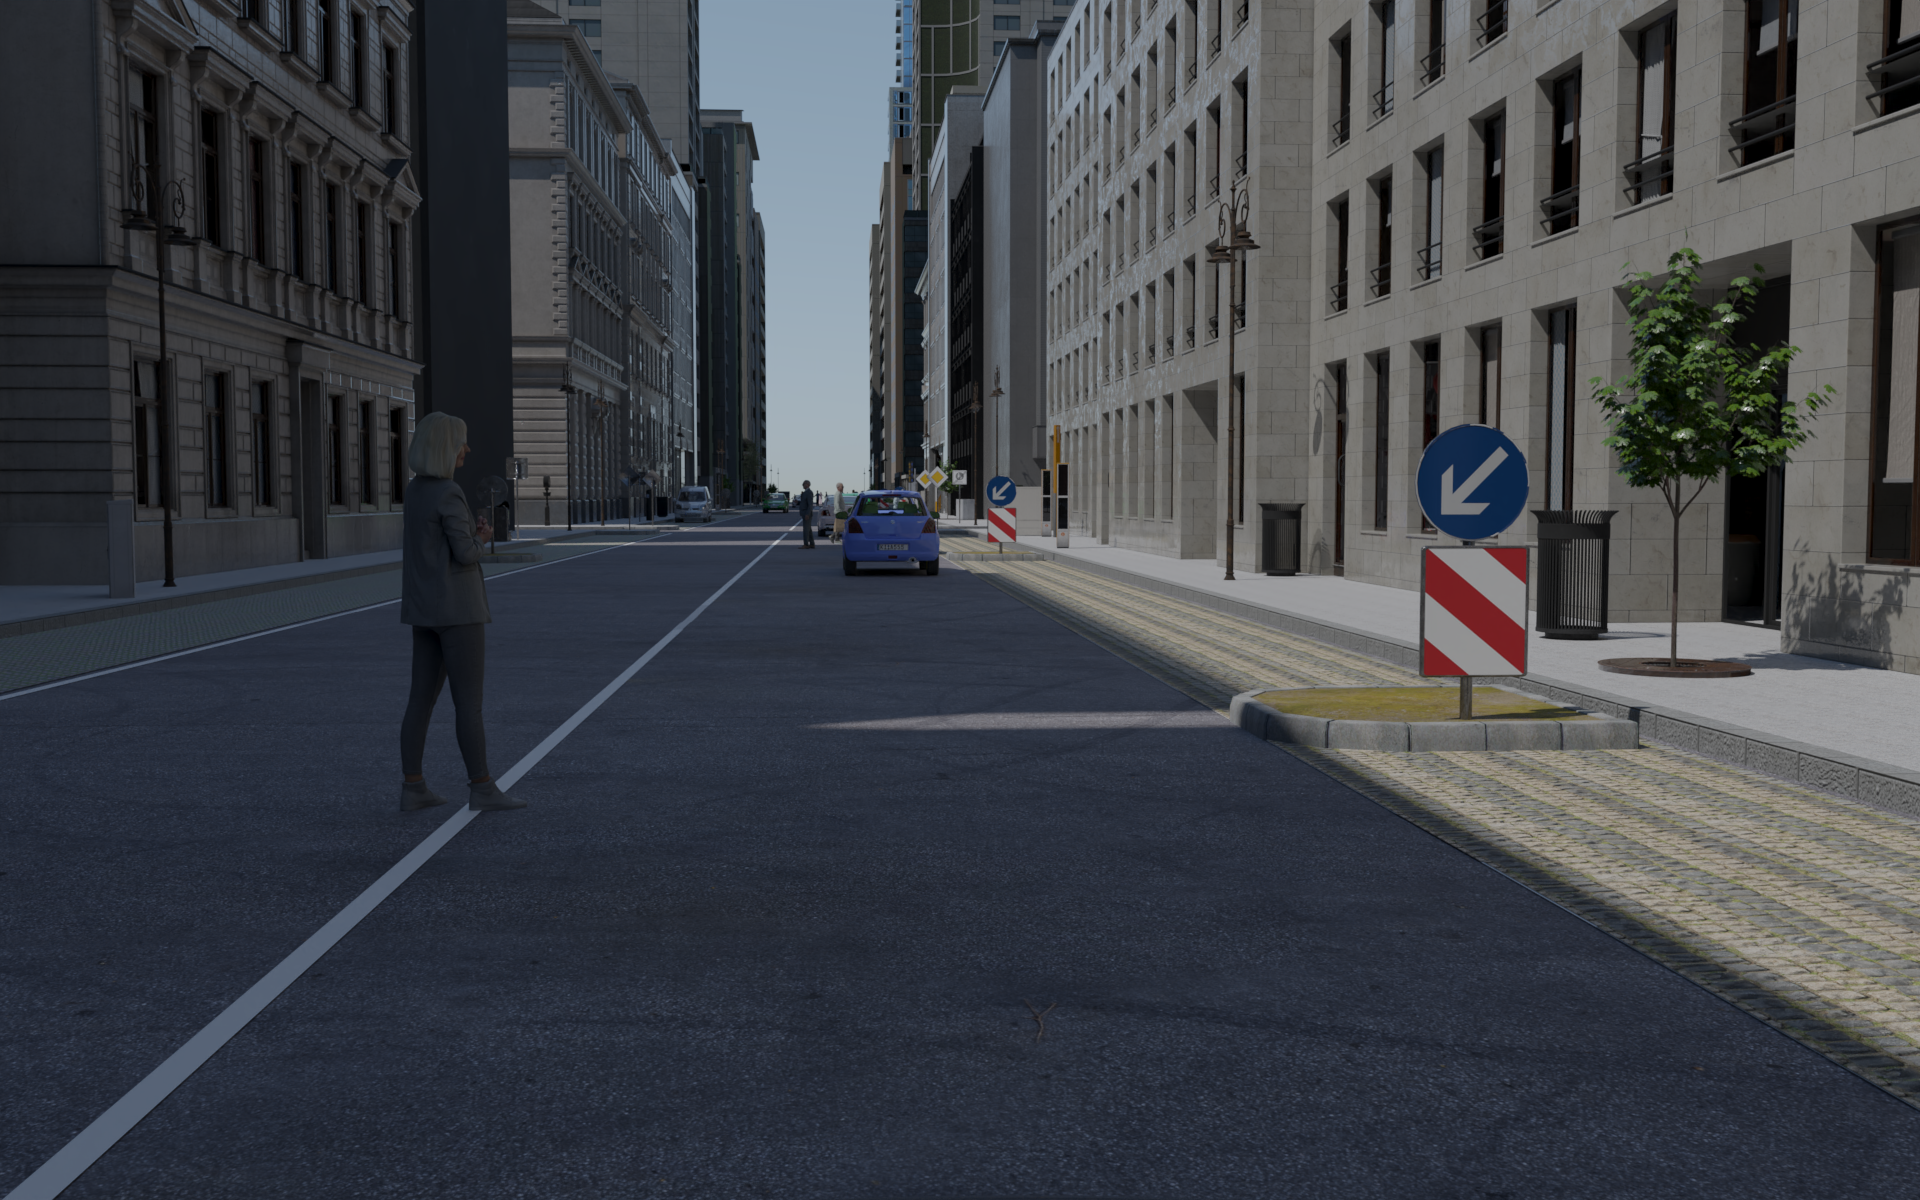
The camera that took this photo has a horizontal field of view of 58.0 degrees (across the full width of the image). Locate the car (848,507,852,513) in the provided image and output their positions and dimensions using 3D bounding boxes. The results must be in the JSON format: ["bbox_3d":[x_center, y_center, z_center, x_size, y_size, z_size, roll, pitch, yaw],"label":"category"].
[{"bbox_3d":[-1.762,-1.981,41.983,1.945,1.707,3.694,0,4,-3],"label":"car"}]

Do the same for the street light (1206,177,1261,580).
[{"bbox_3d":[4.023,-3.233,25.652,0.468,5.910,1.993,0,4,-4],"label":"street light"}]

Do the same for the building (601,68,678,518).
[{"bbox_3d":[-23.816,-18.626,101.798,12.463,27.353,25.104,0,4,-4],"label":"building"}]

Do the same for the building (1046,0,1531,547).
[{"bbox_3d":[8.860,-12.121,52.924,10.420,20.320,16.860,0,4,-4],"label":"building"}]

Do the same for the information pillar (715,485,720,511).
[{"bbox_3d":[-18.791,-7.927,134.101,0.304,2.012,0.304,-1,4,-20],"label":"information pillar"}]

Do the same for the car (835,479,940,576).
[{"bbox_3d":[-1.306,-1.353,31.712,1.945,1.707,3.694,0,4,-5],"label":"car"}]

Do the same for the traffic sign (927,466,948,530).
[{"bbox_3d":[-0.811,-3.583,62.227,0.795,2.450,0.064,0,4,-4],"label":"traffic sign"}]

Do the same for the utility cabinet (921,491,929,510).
[{"bbox_3d":[-2.336,-6.491,114.800,0.318,1.500,1.173,1,4,13],"label":"utility cabinet"}]

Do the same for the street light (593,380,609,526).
[{"bbox_3d":[-14.354,-5.910,69.423,0.468,5.910,1.993,0,4,-4],"label":"street light"}]

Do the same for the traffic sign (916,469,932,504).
[{"bbox_3d":[-1.403,-4.070,70.190,0.795,2.450,0.064,0,4,-4],"label":"traffic sign"}]

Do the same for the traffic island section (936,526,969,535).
[{"bbox_3d":[-0.788,-2.448,62.306,2.009,0.180,2.903,0,4,-4],"label":"traffic island section"}]

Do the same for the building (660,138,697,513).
[{"bbox_3d":[-25.868,-18.766,124.840,12.078,24.808,19.932,0,4,-4],"label":"building"}]

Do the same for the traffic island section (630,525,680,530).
[{"bbox_3d":[-12.341,-2.886,69.462,2.009,0.180,2.903,0,4,-4],"label":"traffic island section"}]

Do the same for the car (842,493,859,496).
[{"bbox_3d":[-4.708,-4.142,76.517,1.959,1.807,4.718,0,4,-5],"label":"car"}]

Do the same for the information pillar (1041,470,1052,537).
[{"bbox_3d":[2.594,-2.905,51.995,0.304,2.012,0.304,0,4,-1],"label":"information pillar"}]

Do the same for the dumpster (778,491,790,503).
[{"bbox_3d":[-26.162,-15.235,257.302,1.865,1.857,1.264,0,4,-3],"label":"dumpster"}]

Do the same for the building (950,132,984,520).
[{"bbox_3d":[6.149,-16.213,94.768,12.332,23.373,15.834,0,4,-4],"label":"building"}]

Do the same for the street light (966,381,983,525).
[{"bbox_3d":[0.645,-6.005,70.977,0.468,5.910,1.993,0,4,-4],"label":"street light"}]

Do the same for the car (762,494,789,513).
[{"bbox_3d":[-13.885,-7.442,130.470,1.959,1.807,4.718,0,4,-2],"label":"car"}]

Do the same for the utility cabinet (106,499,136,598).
[{"bbox_3d":[-10.535,-0.647,21.743,0.306,1.237,1.020,-2,4,-25],"label":"utility cabinet"}]

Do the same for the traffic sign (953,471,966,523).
[{"bbox_3d":[-0.013,-4.486,75.471,0.606,2.300,0.079,0,4,0],"label":"traffic sign"}]

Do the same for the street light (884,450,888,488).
[{"bbox_3d":[-7.900,-12.903,183.743,0.468,5.910,1.993,0,4,-4],"label":"street light"}]

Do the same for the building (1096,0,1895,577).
[{"bbox_3d":[9.318,-11.091,36.083,10.420,20.320,16.860,0,4,-4],"label":"building"}]

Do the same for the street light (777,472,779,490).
[{"bbox_3d":[-31.642,-20.104,301.487,0.468,5.910,1.993,0,4,-4],"label":"street light"}]

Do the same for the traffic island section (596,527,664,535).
[{"bbox_3d":[-11.749,-2.399,61.499,2.009,0.180,2.903,0,4,-4],"label":"traffic island section"}]

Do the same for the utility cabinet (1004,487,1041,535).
[{"bbox_3d":[1.951,-2.717,53.105,1.173,1.500,0.318,1,4,13],"label":"utility cabinet"}]

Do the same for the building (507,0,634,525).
[{"bbox_3d":[-21.591,-15.331,79.538,11.050,23.489,19.941,0,4,-4],"label":"building"}]

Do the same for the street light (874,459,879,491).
[{"bbox_3d":[-11.166,-15.743,230.185,0.468,5.910,1.993,0,4,-4],"label":"street light"}]

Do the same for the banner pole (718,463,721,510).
[{"bbox_3d":[-19.373,-9.149,139.606,0.401,3.779,0.863,1,4,12],"label":"banner pole"}]

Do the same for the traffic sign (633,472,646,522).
[{"bbox_3d":[-14.730,-4.738,79.602,0.606,2.300,0.079,0,4,4],"label":"traffic sign"}]

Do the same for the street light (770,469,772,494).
[{"bbox_3d":[-28.880,-17.872,264.996,0.468,5.910,1.993,0,4,-4],"label":"street light"}]

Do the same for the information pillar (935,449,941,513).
[{"bbox_3d":[-1.139,-6.038,90.075,0.183,3.616,0.504,2,4,27],"label":"information pillar"}]

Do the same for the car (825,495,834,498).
[{"bbox_3d":[-16.004,-12.545,217.467,2.083,1.381,4.827,0,4,-6],"label":"car"}]

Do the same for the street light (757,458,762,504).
[{"bbox_3d":[-26.206,-15.651,228.686,0.468,5.910,1.993,0,4,-4],"label":"street light"}]

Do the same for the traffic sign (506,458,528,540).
[{"bbox_3d":[-12.450,-2.849,48.714,0.606,2.300,0.079,0,4,-2],"label":"traffic sign"}]

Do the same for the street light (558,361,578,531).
[{"bbox_3d":[-13.634,-5.353,60.312,0.468,5.910,1.993,0,4,-4],"label":"street light"}]

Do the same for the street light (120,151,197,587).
[{"bbox_3d":[-10.943,-3.120,23.800,0.468,5.910,1.993,0,4,-4],"label":"street light"}]

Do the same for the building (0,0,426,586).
[{"bbox_3d":[-17.185,-10.268,32.506,10.561,19.102,19.286,0,4,-4],"label":"building"}]

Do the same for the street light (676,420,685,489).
[{"bbox_3d":[-17.139,-8.161,106.217,0.468,5.910,1.993,0,4,-4],"label":"street light"}]

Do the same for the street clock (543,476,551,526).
[{"bbox_3d":[-16.631,-3.987,69.750,0.358,2.002,0.471,0,4,-5],"label":"street clock"}]

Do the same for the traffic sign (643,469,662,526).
[{"bbox_3d":[-12.318,-4.022,69.402,0.795,2.450,0.064,0,4,-4],"label":"traffic sign"}]

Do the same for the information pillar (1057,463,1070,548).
[{"bbox_3d":[2.436,-2.230,40.950,0.304,2.012,0.304,0,4,3],"label":"information pillar"}]

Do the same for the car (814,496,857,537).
[{"bbox_3d":[-3.992,-2.900,59.771,2.083,1.381,4.827,0,4,-5],"label":"car"}]

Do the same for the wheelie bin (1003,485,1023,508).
[{"bbox_3d":[1.884,-3.142,59.273,0.980,1.594,0.693,-1,4,-21],"label":"wheelie bin"}]

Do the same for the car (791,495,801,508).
[{"bbox_3d":[-16.864,-10.497,183.981,2.083,1.381,4.827,0,4,-4],"label":"car"}]

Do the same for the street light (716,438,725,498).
[{"bbox_3d":[-19.984,-10.580,145.774,0.468,5.910,1.993,0,4,-4],"label":"street light"}]

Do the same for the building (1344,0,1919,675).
[{"bbox_3d":[11.409,-10.068,19.363,10.420,20.320,16.860,0,4,-4],"label":"building"}]

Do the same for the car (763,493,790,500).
[{"bbox_3d":[-14.340,-7.717,135.210,2.155,1.783,4.494,0,4,-6],"label":"car"}]

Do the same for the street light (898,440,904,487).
[{"bbox_3d":[-5.004,-10.656,147.019,0.468,5.910,1.993,0,4,-4],"label":"street light"}]

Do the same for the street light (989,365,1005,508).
[{"bbox_3d":[1.324,-5.455,61.984,0.468,5.910,1.993,0,4,-4],"label":"street light"}]

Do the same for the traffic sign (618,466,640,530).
[{"bbox_3d":[-11.727,-3.535,61.439,0.795,2.450,0.064,0,4,-4],"label":"traffic sign"}]

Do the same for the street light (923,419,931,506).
[{"bbox_3d":[-2.081,-8.227,107.292,0.468,5.910,1.993,0,4,-4],"label":"street light"}]

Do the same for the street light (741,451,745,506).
[{"bbox_3d":[-22.862,-12.829,182.549,0.468,5.910,1.993,0,4,-4],"label":"street light"}]

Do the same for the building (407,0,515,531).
[{"bbox_3d":[-22.942,-13.657,52.966,15.834,23.373,12.332,0,4,-4],"label":"building"}]
